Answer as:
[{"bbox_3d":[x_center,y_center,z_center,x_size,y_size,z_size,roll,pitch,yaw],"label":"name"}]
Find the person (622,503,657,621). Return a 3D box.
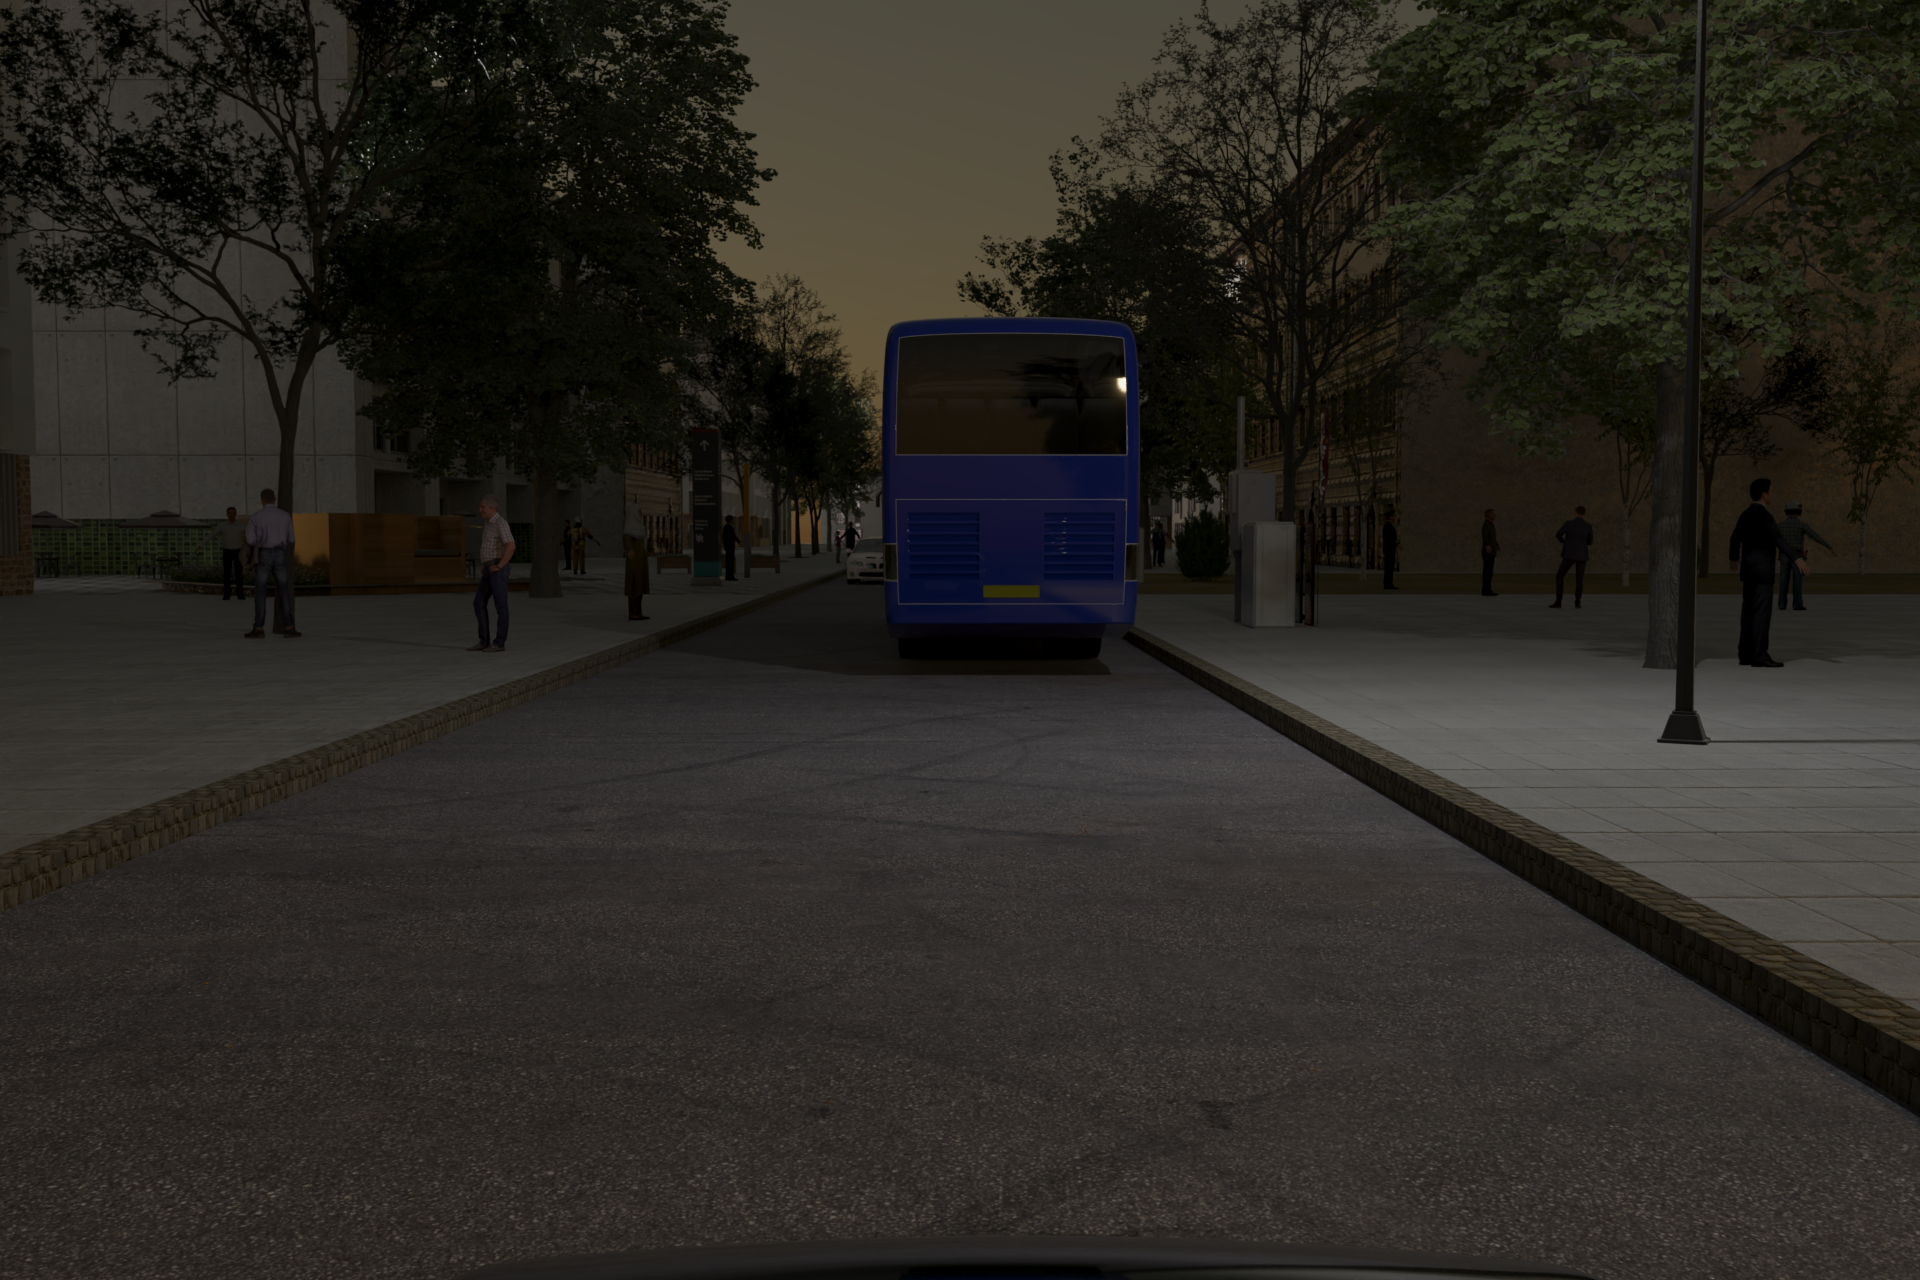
[{"bbox_3d":[-4.749,-1.165,25.823,0.721,1.736,1.217,0,4,6],"label":"person"}]

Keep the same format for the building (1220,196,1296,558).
[{"bbox_3d":[23.836,-15.637,86.598,19.493,23.208,18.063,0,4,-1],"label":"building"}]

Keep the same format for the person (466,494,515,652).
[{"bbox_3d":[-5.111,-0.724,18.826,0.436,1.711,0.756,-2,4,-27],"label":"person"}]

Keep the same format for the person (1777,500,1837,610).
[{"bbox_3d":[14.067,-1.432,29.255,1.345,1.849,0.704,3,5,45],"label":"person"}]

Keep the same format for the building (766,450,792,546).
[{"bbox_3d":[-29.336,-20.583,202.987,16.747,18.905,31.486,0,4,-1],"label":"building"}]

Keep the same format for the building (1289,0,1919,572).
[{"bbox_3d":[23.894,-14.409,66.510,19.493,23.208,18.063,0,3,0],"label":"building"}]

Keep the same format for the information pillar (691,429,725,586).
[{"bbox_3d":[-6.256,-3.273,42.891,0.750,3.857,0.750,0,4,0],"label":"information pillar"}]

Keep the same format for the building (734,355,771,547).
[{"bbox_3d":[-25.185,-19.297,171.927,16.016,20.090,11.380,0,4,1],"label":"building"}]

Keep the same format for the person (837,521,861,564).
[{"bbox_3d":[-4.625,-4.091,73.027,0.704,1.812,1.346,3,5,44],"label":"person"}]

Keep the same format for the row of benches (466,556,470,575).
[{"bbox_3d":[-15.780,-2.348,53.854,1.422,0.672,4.104,-1,4,-9],"label":"row of benches"}]

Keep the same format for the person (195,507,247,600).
[{"bbox_3d":[-14.193,-1.691,33.800,1.344,1.810,0.704,-2,4,-24],"label":"person"}]

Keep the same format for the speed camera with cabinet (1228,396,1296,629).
[{"bbox_3d":[4.242,-1.834,24.325,0.660,3.252,2.038,0,4,-1],"label":"speed camera with cabinet"}]

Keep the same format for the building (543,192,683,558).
[{"bbox_3d":[-26.991,-16.490,100.542,19.493,23.208,18.063,0,4,0],"label":"building"}]

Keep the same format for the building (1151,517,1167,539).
[{"bbox_3d":[23.172,-14.846,184.885,9.099,9.664,28.070,0,4,-1],"label":"building"}]

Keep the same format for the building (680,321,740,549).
[{"bbox_3d":[-26.187,-18.252,154.846,16.016,20.090,11.380,0,4,-1],"label":"building"}]

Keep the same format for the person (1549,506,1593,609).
[{"bbox_3d":[10.572,-1.436,29.974,0.683,1.767,0.568,0,4,5],"label":"person"}]

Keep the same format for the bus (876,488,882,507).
[{"bbox_3d":[-1.479,-4.501,65.139,2.896,3.916,12.251,0,4,-1],"label":"bus"}]

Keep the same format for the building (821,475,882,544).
[{"bbox_3d":[-4.098,-17.585,232.113,28.070,9.664,9.099,0,4,7],"label":"building"}]

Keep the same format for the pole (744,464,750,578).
[{"bbox_3d":[-6.189,-3.453,50.294,0.158,3.312,0.155,0,3,0],"label":"pole"}]

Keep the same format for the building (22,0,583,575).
[{"bbox_3d":[-26.941,-12.378,68.830,16.747,18.905,31.486,0,4,0],"label":"building"}]

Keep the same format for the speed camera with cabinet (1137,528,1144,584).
[{"bbox_3d":[4.461,-3.137,45.633,0.660,3.252,2.038,0,4,0],"label":"speed camera with cabinet"}]

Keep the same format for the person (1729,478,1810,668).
[{"bbox_3d":[7.768,-0.657,16.789,0.704,1.823,1.345,0,4,-4],"label":"person"}]

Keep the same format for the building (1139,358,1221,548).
[{"bbox_3d":[21.816,-18.958,166.389,16.016,20.090,11.380,0,3,0],"label":"building"}]

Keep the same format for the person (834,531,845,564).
[{"bbox_3d":[-5.245,-4.050,75.477,0.599,1.433,0.991,1,4,20],"label":"person"}]

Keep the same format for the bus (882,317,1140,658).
[{"bbox_3d":[0.419,-1.918,22.913,2.896,3.916,12.251,0,4,-1],"label":"bus"}]

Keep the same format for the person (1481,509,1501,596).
[{"bbox_3d":[10.991,-1.817,35.891,0.705,1.807,1.348,2,4,26],"label":"person"}]

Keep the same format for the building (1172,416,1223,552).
[{"bbox_3d":[20.272,-10.559,114.784,9.099,9.664,28.070,0,4,0],"label":"building"}]

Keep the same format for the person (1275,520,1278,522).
[{"bbox_3d":[5.021,-1.362,28.354,0.704,1.819,1.344,3,5,41],"label":"person"}]

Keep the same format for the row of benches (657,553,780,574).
[{"bbox_3d":[-7.929,-2.496,56.275,4.104,0.672,1.422,-1,4,-15],"label":"row of benches"}]

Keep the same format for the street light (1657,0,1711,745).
[{"bbox_3d":[5.010,-2.322,10.513,1.470,5.913,1.316,0,4,-1],"label":"street light"}]

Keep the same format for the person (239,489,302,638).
[{"bbox_3d":[-8.563,-0.951,21.459,0.709,1.838,0.599,-2,4,-34],"label":"person"}]

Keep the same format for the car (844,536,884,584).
[{"bbox_3d":[-2.342,-2.366,51.051,2.083,1.381,4.827,0,4,-1],"label":"car"}]
